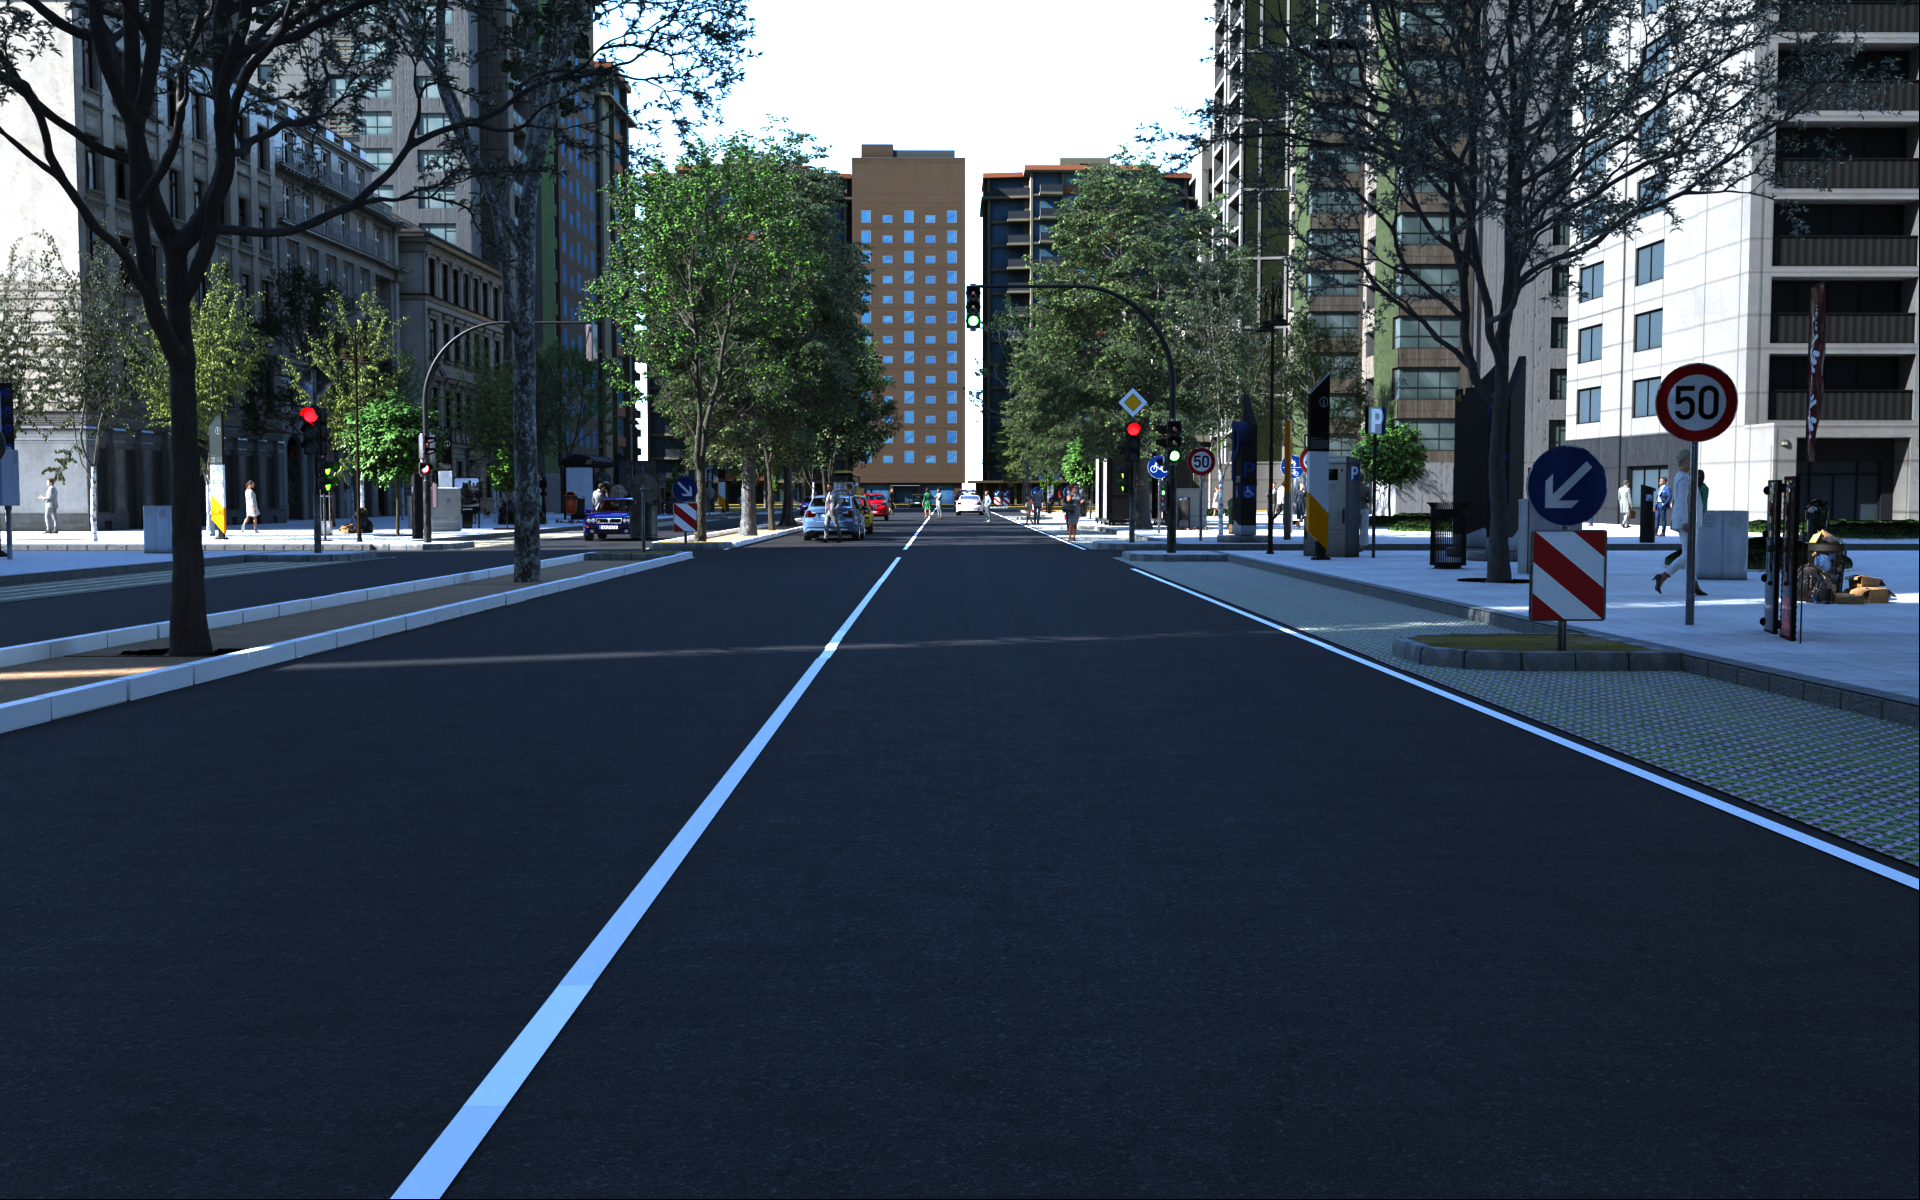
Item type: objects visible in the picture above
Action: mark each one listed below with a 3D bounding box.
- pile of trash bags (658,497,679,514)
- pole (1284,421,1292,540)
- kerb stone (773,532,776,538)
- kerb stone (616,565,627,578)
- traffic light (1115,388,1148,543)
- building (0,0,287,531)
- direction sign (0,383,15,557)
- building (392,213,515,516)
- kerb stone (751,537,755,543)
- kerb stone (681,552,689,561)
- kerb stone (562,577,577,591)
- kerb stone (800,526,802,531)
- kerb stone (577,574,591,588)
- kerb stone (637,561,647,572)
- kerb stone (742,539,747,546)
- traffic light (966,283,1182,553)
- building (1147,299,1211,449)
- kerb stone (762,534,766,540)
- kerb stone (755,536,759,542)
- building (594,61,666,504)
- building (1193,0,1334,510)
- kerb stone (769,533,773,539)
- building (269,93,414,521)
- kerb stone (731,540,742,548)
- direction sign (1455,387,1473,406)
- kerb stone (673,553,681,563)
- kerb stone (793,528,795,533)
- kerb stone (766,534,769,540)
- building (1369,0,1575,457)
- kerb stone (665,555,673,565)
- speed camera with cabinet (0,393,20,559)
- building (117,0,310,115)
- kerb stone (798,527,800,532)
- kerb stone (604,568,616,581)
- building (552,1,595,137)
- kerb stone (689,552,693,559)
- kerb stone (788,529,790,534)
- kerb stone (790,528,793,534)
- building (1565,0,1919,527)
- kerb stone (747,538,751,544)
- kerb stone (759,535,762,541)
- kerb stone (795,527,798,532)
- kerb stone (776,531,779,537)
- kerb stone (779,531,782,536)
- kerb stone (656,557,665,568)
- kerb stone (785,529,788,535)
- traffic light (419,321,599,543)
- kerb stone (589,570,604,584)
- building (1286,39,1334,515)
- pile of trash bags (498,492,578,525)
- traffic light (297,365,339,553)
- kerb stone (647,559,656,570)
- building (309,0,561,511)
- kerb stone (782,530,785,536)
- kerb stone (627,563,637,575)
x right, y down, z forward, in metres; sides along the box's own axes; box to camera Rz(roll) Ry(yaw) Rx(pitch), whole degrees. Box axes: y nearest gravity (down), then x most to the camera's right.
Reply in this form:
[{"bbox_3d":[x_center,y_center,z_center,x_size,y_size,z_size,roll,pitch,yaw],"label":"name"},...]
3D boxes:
[{"bbox_3d":[-19.820,-6.267,112.217,3.447,1.369,1.912,-1,4,-10],"label":"pile of trash bags"},{"bbox_3d":[9.192,-3.347,48.561,0.158,3.312,0.155,0,3,0],"label":"pole"},{"bbox_3d":[-6.150,-2.072,56.069,0.120,0.150,1.000,0,4,0],"label":"kerb stone"},{"bbox_3d":[-5.956,-0.471,29.911,0.120,0.150,1.000,0,4,0],"label":"kerb stone"},{"bbox_3d":[4.533,-3.476,45.746,0.839,4.253,0.868,0,4,0],"label":"traffic light"},{"bbox_3d":[-34.652,-13.368,67.710,9.793,20.994,18.267,0,4,0],"label":"building"},{"bbox_3d":[-19.673,-2.652,35.365,0.876,3.537,0.379,1,4,13],"label":"direction sign"},{"bbox_3d":[-36.074,-15.059,110.847,10.561,19.102,19.286,0,4,0],"label":"building"},{"bbox_3d":[-6.109,-1.690,49.907,0.120,0.150,1.000,0,4,0],"label":"kerb stone"},{"bbox_3d":[-6.002,-0.909,37.085,0.120,0.150,1.000,0,4,0],"label":"kerb stone"},{"bbox_3d":[-5.918,-0.222,25.823,0.120,0.150,1.000,0,4,0],"label":"kerb stone"},{"bbox_3d":[-6.235,-2.698,66.306,0.120,0.150,1.000,0,4,0],"label":"kerb stone"},{"bbox_3d":[-5.928,-0.276,26.846,0.120,0.150,1.000,0,4,0],"label":"kerb stone"},{"bbox_3d":[-5.966,-0.596,31.955,0.120,0.150,1.000,0,4,0],"label":"kerb stone"},{"bbox_3d":[-6.084,-1.570,47.860,0.120,0.150,1.000,0,4,0],"label":"kerb stone"},{"bbox_3d":[2.503,-3.849,37.604,4.771,5.953,1.251,0,4,0],"label":"traffic light"},{"bbox_3d":[33.597,-19.762,168.144,27.650,21.520,28.899,0,4,0],"label":"building"},{"bbox_3d":[-6.129,-1.883,52.981,0.120,0.150,1.000,0,4,0],"label":"kerb stone"},{"bbox_3d":[-6.110,-1.757,50.929,0.120,0.150,1.000,0,4,0],"label":"kerb stone"},{"bbox_3d":[-45.758,-31.580,170.960,28.867,44.769,22.147,0,4,0],"label":"building"},{"bbox_3d":[30.201,-42.999,141.281,20.563,71.187,20.611,0,4,0],"label":"building"},{"bbox_3d":[-6.147,-2.009,55.037,0.120,0.150,1.000,0,4,0],"label":"kerb stone"},{"bbox_3d":[-38.294,-15.120,89.004,13.314,21.916,24.055,0,4,0],"label":"building"},{"bbox_3d":[-6.082,-1.501,46.838,0.120,0.150,1.000,0,4,0],"label":"kerb stone"},{"bbox_3d":[10.795,-2.764,37.187,0.379,3.537,0.876,0,4,-6],"label":"direction sign"},{"bbox_3d":[-6.001,-0.838,36.052,0.120,0.150,1.000,0,4,0],"label":"kerb stone"},{"bbox_3d":[-6.205,-2.510,63.234,0.120,0.150,1.000,0,4,0],"label":"kerb stone"},{"bbox_3d":[-6.143,-1.944,54.010,0.120,0.150,1.000,0,4,0],"label":"kerb stone"},{"bbox_3d":[28.550,-19.582,91.865,14.160,30.474,14.107,0,4,0],"label":"building"},{"bbox_3d":[-5.991,-0.782,35.030,0.120,0.150,1.000,0,4,0],"label":"kerb stone"},{"bbox_3d":[-19.525,-2.417,33.858,2.038,3.252,0.660,0,4,6],"label":"speed camera with cabinet"},{"bbox_3d":[-70.517,-44.847,171.505,20.611,71.187,20.563,0,4,0],"label":"building"},{"bbox_3d":[-6.217,-2.635,65.284,0.120,0.150,1.000,0,4,0],"label":"kerb stone"},{"bbox_3d":[-5.944,-0.409,28.889,0.120,0.150,1.000,0,4,0],"label":"kerb stone"},{"bbox_3d":[-38.001,-30.034,141.158,14.600,45.320,14.200,0,4,0],"label":"building"},{"bbox_3d":[-6.017,-0.973,38.107,0.120,0.150,1.000,0,4,0],"label":"kerb stone"},{"bbox_3d":[-6.189,-2.376,61.190,0.120,0.150,1.000,0,4,0],"label":"kerb stone"},{"bbox_3d":[-6.199,-2.446,62.212,0.120,0.150,1.000,0,4,0],"label":"kerb stone"},{"bbox_3d":[38.092,-38.491,67.581,20.611,71.187,20.563,0,4,0],"label":"building"},{"bbox_3d":[-6.100,-1.632,48.885,0.120,0.150,1.000,0,4,0],"label":"kerb stone"},{"bbox_3d":[-6.123,-1.820,51.951,0.120,0.150,1.000,0,4,0],"label":"kerb stone"},{"bbox_3d":[-6.213,-2.568,64.258,0.120,0.150,1.000,0,4,0],"label":"kerb stone"},{"bbox_3d":[-6.166,-2.131,57.095,0.120,0.150,1.000,0,4,0],"label":"kerb stone"},{"bbox_3d":[-6.161,-2.197,58.122,0.120,0.150,1.000,0,4,0],"label":"kerb stone"},{"bbox_3d":[-5.978,-0.722,34.008,0.120,0.150,1.000,0,4,0],"label":"kerb stone"},{"bbox_3d":[-6.185,-2.322,60.167,0.120,0.150,1.000,0,4,0],"label":"kerb stone"},{"bbox_3d":[-11.936,-4.341,45.640,4.771,5.953,1.251,0,4,0],"label":"traffic light"},{"bbox_3d":[-5.934,-0.347,27.867,0.120,0.150,1.000,0,4,0],"label":"kerb stone"},{"bbox_3d":[28.568,-20.932,113.932,14.160,30.474,14.107,0,4,0],"label":"building"},{"bbox_3d":[-17.984,-3.912,73.711,3.447,1.369,1.912,0,4,-7],"label":"pile of trash bags"},{"bbox_3d":[-13.966,-2.978,37.604,0.839,4.253,0.868,0,4,0],"label":"traffic light"},{"bbox_3d":[-5.973,-0.656,32.982,0.120,0.150,1.000,0,4,0],"label":"kerb stone"},{"bbox_3d":[-38.154,-27.130,127.165,14.154,41.232,14.086,0,4,0],"label":"building"},{"bbox_3d":[-6.176,-2.257,59.145,0.120,0.150,1.000,0,4,0],"label":"kerb stone"},{"bbox_3d":[-5.957,-0.531,30.933,0.120,0.150,1.000,0,4,0],"label":"kerb stone"}]
